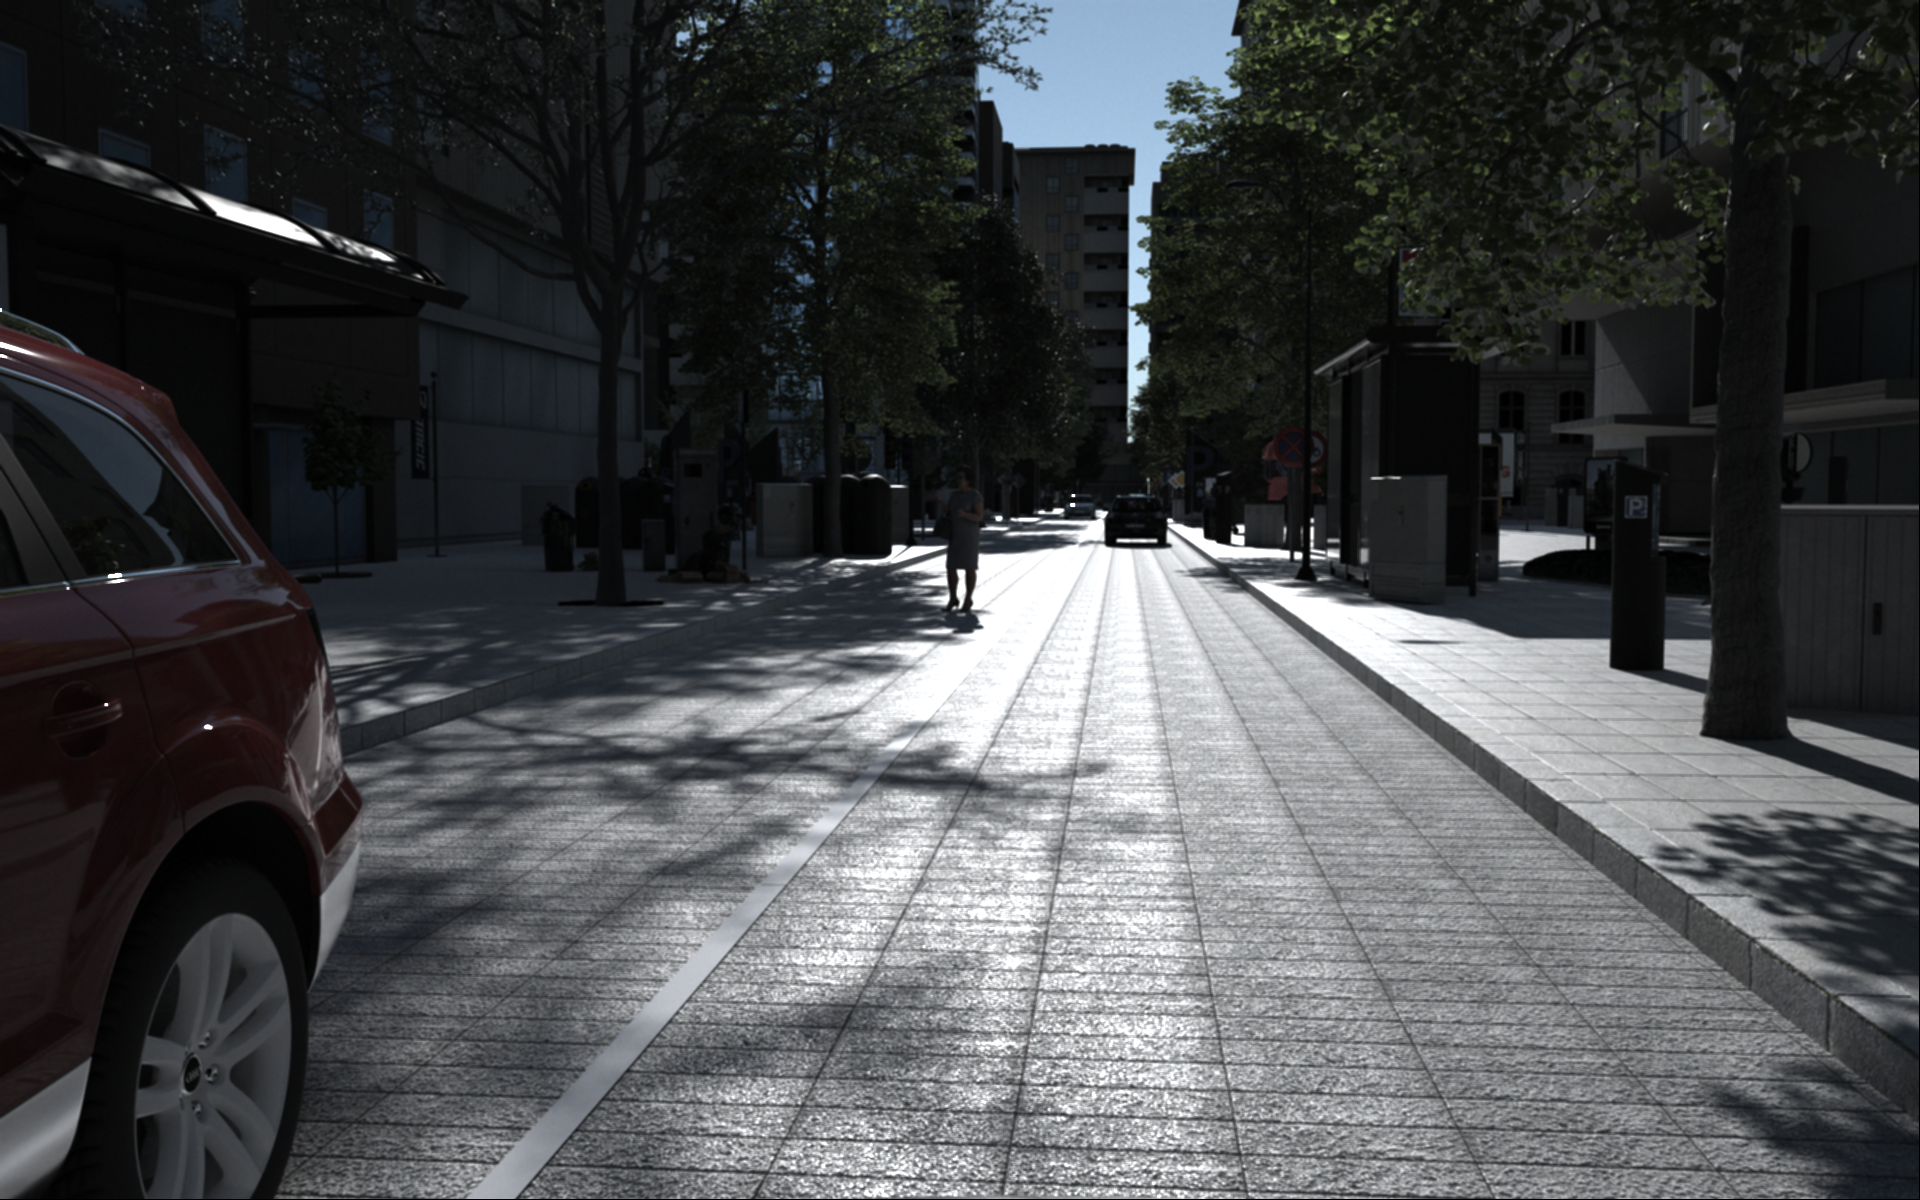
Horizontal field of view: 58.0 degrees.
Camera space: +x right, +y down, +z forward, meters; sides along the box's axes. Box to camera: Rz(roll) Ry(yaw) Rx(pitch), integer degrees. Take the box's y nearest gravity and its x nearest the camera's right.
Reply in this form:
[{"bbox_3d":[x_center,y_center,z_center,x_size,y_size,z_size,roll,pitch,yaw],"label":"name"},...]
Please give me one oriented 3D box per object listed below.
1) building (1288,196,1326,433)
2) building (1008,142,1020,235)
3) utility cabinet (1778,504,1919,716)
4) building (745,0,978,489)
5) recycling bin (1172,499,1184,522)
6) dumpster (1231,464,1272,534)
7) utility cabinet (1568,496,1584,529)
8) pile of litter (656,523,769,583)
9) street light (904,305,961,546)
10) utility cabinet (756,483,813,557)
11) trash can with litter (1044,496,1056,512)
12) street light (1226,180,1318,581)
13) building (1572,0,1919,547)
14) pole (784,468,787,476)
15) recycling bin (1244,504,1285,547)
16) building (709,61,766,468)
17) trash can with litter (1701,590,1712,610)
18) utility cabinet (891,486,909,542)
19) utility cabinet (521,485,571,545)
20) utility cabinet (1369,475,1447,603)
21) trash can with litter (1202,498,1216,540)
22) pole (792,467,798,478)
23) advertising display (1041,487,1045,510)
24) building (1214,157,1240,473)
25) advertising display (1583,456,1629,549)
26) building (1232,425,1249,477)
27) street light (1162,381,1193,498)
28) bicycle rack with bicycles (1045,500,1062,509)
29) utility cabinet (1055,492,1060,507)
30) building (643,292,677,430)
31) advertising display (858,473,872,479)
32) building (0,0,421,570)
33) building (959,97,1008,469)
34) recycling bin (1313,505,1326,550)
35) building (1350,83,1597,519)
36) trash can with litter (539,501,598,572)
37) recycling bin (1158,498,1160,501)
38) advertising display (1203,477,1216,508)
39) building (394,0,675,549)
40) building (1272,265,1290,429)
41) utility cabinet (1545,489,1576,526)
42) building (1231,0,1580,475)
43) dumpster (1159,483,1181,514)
[{"bbox_3d":[26.253,-15.890,108.951,9.793,20.994,18.267,0,4,5],"label":"building"},{"bbox_3d":[-0.070,-34.662,216.840,14.200,45.320,14.600,0,4,5],"label":"building"},{"bbox_3d":[5.295,0.050,10.343,1.020,1.237,0.306,3,4,38],"label":"utility cabinet"},{"bbox_3d":[-8.348,-52.491,170.896,22.319,86.520,31.000,0,4,5],"label":"building"},{"bbox_3d":[10.383,-4.194,81.128,0.722,1.027,0.722,1,4,21],"label":"recycling bin"},{"bbox_3d":[9.421,-3.324,56.844,1.502,2.255,1.985,0,4,6],"label":"dumpster"},{"bbox_3d":[23.125,-3.253,64.355,1.020,1.237,0.306,-1,4,-10],"label":"utility cabinet"},{"bbox_3d":[-3.629,-0.689,25.229,1.719,0.858,1.176,3,4,37],"label":"pile of litter"},{"bbox_3d":[-0.675,-4.298,42.815,1.470,5.913,1.316,0,4,5],"label":"street light"},{"bbox_3d":[-3.577,-1.632,35.361,1.173,1.500,0.318,-3,4,-36],"label":"utility cabinet"},{"bbox_3d":[6.283,-6.736,121.525,0.624,1.170,1.055,1,4,20],"label":"trash can with litter"},{"bbox_3d":[4.630,-3.255,25.756,1.470,5.913,1.316,0,4,5],"label":"street light"},{"bbox_3d":[29.371,-27.488,38.665,28.713,52.752,27.495,0,4,5],"label":"building"},{"bbox_3d":[-13.594,-8.641,135.125,0.158,3.312,0.155,0,3,0],"label":"pole"},{"bbox_3d":[7.469,-1.832,42.509,0.722,1.027,0.722,-2,4,-33],"label":"recycling bin"},{"bbox_3d":[-21.533,-38.031,211.051,27.495,52.752,28.713,0,4,5],"label":"building"},{"bbox_3d":[8.496,-0.436,18.516,1.055,1.170,0.624,3,5,43],"label":"trash can with litter"},{"bbox_3d":[-1.850,-2.268,45.764,1.173,1.500,0.318,-3,5,-44],"label":"utility cabinet"},{"bbox_3d":[-10.343,-2.118,43.305,1.173,1.500,0.318,0,4,-7],"label":"utility cabinet"},{"bbox_3d":[5.297,-0.727,20.562,0.318,1.500,1.173,-1,4,-19],"label":"utility cabinet"},{"bbox_3d":[7.275,-2.311,49.175,0.624,1.170,1.055,-1,4,-14],"label":"trash can with litter"},{"bbox_3d":[-12.646,-8.437,131.792,0.158,3.312,0.155,0,3,0],"label":"pole"},{"bbox_3d":[6.678,-8.200,139.286,0.123,1.923,0.974,-1,4,-11],"label":"advertising display"},{"bbox_3d":[38.266,-32.328,212.160,14.154,41.232,14.086,0,4,5],"label":"building"},{"bbox_3d":[11.227,-1.524,30.133,0.123,1.923,0.974,-1,4,-20],"label":"advertising display"},{"bbox_3d":[40.243,-46.203,193.668,20.563,71.187,20.611,0,4,5],"label":"building"},{"bbox_3d":[9.023,-6.047,71.407,1.470,5.913,1.316,0,4,5],"label":"street light"},{"bbox_3d":[7.341,-8.250,148.272,2.925,0.926,2.852,0,4,1],"label":"bicycle rack with bicycles"},{"bbox_3d":[8.687,-8.883,153.914,0.318,1.500,1.173,1,4,12],"label":"utility cabinet"},{"bbox_3d":[-47.041,-36.265,216.628,21.600,48.544,21.300,0,4,5],"label":"building"},{"bbox_3d":[-3.139,-2.978,53.897,0.974,1.923,0.123,-3,5,-42],"label":"advertising display"},{"bbox_3d":[-17.928,-22.975,25.746,14.600,45.320,14.200,0,4,5],"label":"building"},{"bbox_3d":[-2.647,-33.282,194.276,14.600,45.320,14.200,0,4,5],"label":"building"},{"bbox_3d":[8.668,-1.680,40.025,0.722,1.027,0.722,-2,4,-31],"label":"recycling bin"},{"bbox_3d":[37.192,-16.666,91.573,34.723,24.649,14.460,0,4,5],"label":"building"},{"bbox_3d":[-6.456,-1.070,28.888,1.055,1.170,0.624,-1,4,-23],"label":"trash can with litter"},{"bbox_3d":[14.459,-6.927,125.814,0.722,1.027,0.722,1,4,21],"label":"recycling bin"},{"bbox_3d":[9.487,-3.607,64.184,0.974,1.923,0.123,-1,4,-15],"label":"advertising display"},{"bbox_3d":[-24.399,-28.181,50.004,27.495,52.752,28.713,0,4,5],"label":"building"},{"bbox_3d":[31.742,-19.335,135.214,14.460,24.649,34.723,0,4,5],"label":"building"},{"bbox_3d":[24.050,-3.712,69.374,1.173,1.500,0.318,1,4,17],"label":"utility cabinet"},{"bbox_3d":[41.711,-35.500,169.656,28.713,52.752,27.495,0,4,5],"label":"building"},{"bbox_3d":[13.646,-6.696,111.973,1.502,2.255,1.985,0,4,5],"label":"dumpster"}]
